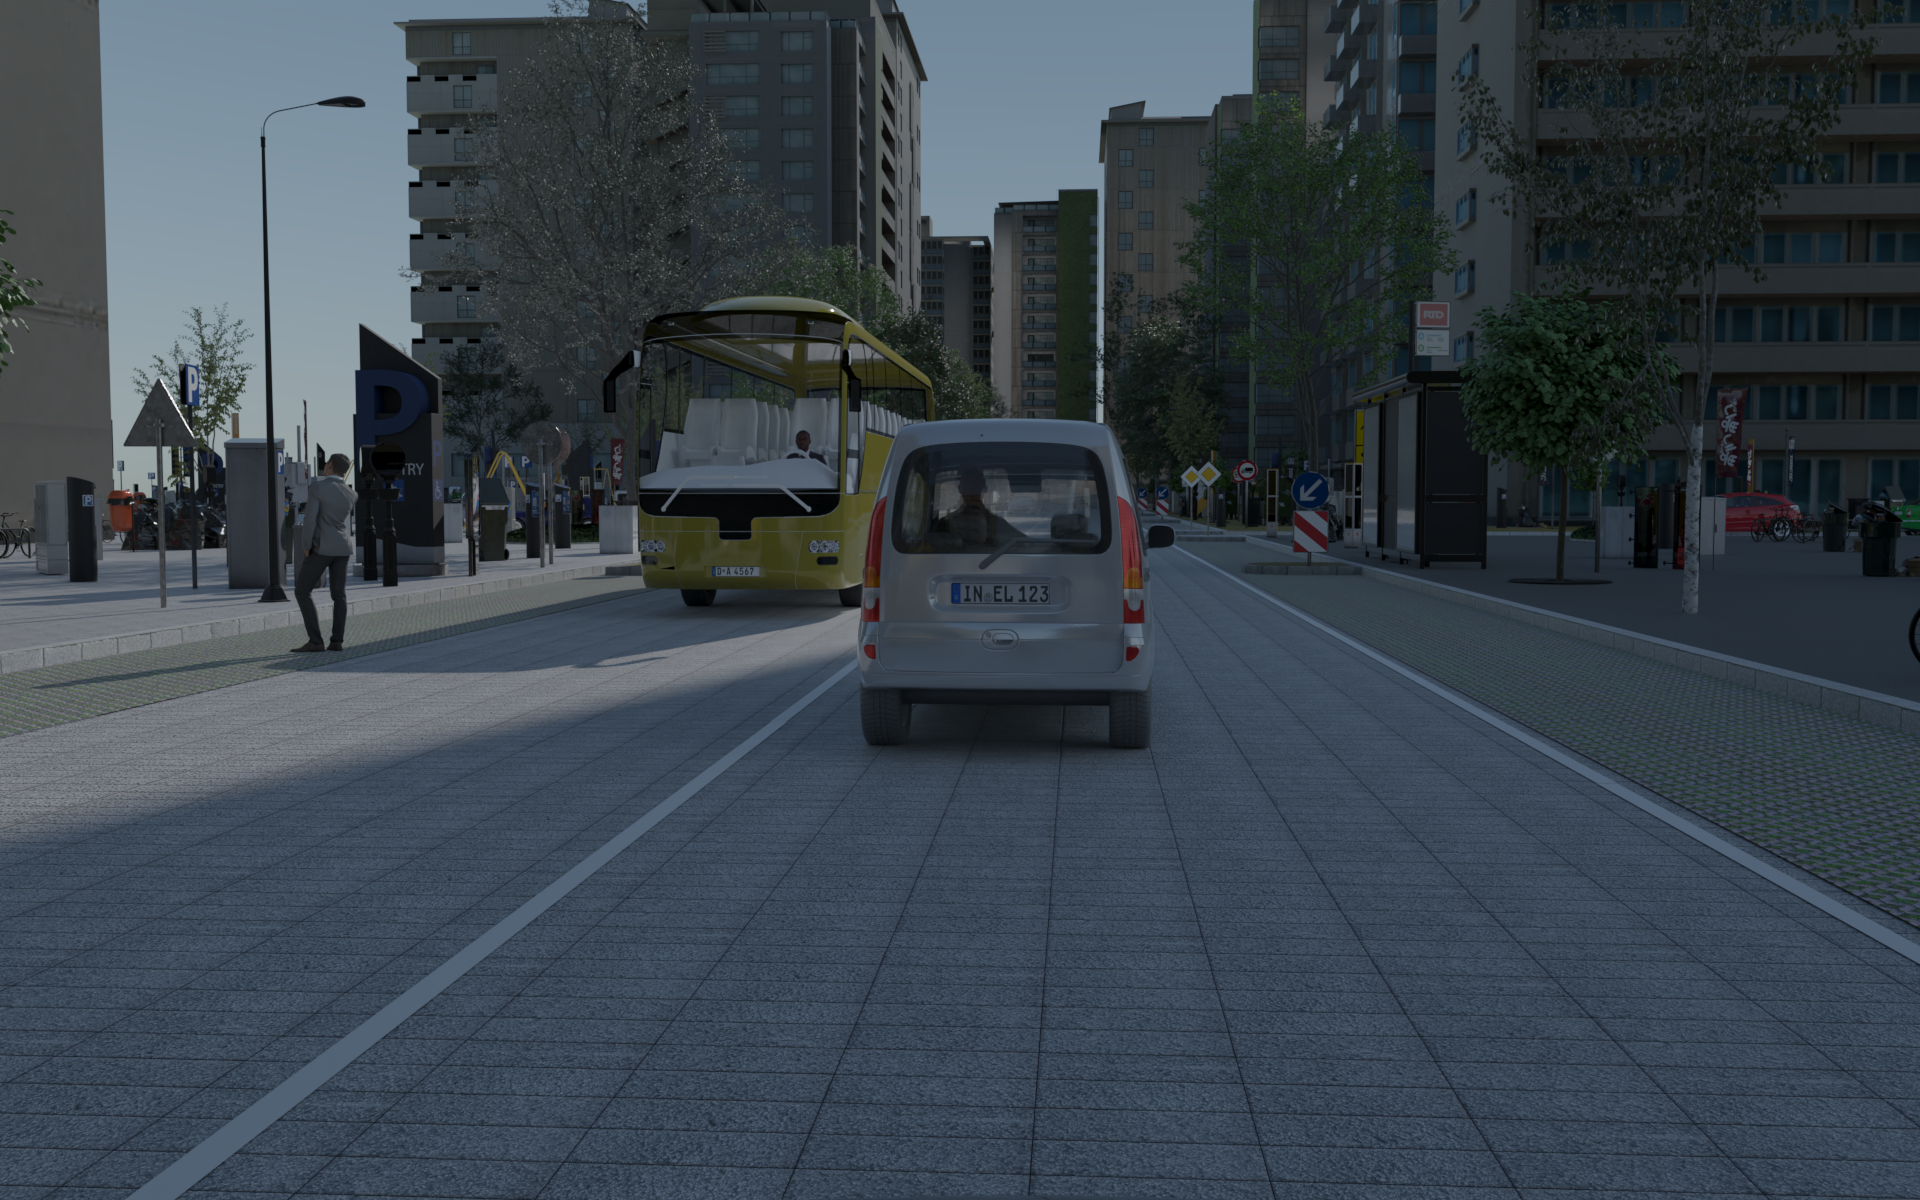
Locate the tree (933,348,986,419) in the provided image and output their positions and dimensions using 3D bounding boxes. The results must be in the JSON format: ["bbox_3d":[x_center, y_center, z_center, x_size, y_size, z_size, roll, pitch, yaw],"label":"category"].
[{"bbox_3d":[-1.077,-13.222,134.310,7.486,12.596,7.792,0,3,0],"label":"tree"}]

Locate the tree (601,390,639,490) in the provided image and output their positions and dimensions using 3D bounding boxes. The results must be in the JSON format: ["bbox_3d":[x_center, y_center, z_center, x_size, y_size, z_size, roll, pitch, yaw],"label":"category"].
[{"bbox_3d":[-21.390,-10.091,115.355,4.737,8.622,4.395,0,3,0],"label":"tree"}]

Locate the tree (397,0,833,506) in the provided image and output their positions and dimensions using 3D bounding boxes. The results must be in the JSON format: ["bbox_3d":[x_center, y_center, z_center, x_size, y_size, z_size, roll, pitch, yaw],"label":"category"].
[{"bbox_3d":[-8.125,-8.047,41.945,12.009,13.543,11.850,0,3,0],"label":"tree"}]

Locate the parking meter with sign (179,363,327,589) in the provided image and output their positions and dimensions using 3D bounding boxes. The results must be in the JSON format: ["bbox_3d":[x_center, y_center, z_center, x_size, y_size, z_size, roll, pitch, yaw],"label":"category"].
[{"bbox_3d":[-9.555,-1.666,23.499,1.738,3.016,0.543,0,4,-7],"label":"parking meter with sign"}]

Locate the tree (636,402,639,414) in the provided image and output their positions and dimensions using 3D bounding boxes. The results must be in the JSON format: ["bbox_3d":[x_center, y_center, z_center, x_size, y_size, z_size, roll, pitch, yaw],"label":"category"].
[{"bbox_3d":[-15.673,-8.799,94.220,4.360,8.622,3.978,0,3,0],"label":"tree"}]

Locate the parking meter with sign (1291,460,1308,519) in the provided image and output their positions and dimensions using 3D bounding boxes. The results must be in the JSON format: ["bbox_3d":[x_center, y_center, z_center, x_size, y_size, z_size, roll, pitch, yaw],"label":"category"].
[{"bbox_3d":[17.627,-5.720,89.779,0.543,3.016,1.738,-1,4,-13],"label":"parking meter with sign"}]

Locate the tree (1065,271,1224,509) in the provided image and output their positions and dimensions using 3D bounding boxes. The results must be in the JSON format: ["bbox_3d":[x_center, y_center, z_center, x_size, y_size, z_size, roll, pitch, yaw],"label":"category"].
[{"bbox_3d":[15.737,-17.865,147.974,12.611,20.169,13.585,0,3,0],"label":"tree"}]

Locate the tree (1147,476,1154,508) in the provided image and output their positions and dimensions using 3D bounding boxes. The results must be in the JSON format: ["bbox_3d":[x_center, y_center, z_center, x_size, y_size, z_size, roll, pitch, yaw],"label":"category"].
[{"bbox_3d":[18.377,-10.460,165.625,1.663,3.219,1.824,0,3,0],"label":"tree"}]

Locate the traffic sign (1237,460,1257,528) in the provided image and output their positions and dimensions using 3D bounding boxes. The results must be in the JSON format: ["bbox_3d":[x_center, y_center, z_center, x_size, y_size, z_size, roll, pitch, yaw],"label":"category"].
[{"bbox_3d":[10.737,-3.959,64.837,0.768,2.556,0.104,0,4,4],"label":"traffic sign"}]

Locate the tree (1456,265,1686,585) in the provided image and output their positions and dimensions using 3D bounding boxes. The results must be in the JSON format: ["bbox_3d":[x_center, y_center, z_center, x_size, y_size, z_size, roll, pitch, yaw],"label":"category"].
[{"bbox_3d":[8.678,-2.521,24.934,4.285,4.588,4.351,0,3,0],"label":"tree"}]

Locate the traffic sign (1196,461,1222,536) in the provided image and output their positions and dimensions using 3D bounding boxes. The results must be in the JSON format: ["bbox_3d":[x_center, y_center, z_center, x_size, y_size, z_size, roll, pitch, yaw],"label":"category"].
[{"bbox_3d":[7.608,-3.023,53.074,0.795,2.450,0.064,0,4,4],"label":"traffic sign"}]

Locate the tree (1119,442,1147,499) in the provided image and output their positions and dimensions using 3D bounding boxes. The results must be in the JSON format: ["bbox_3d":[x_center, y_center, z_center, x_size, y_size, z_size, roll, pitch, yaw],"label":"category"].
[{"bbox_3d":[18.825,-14.274,183.747,4.737,8.622,4.395,0,3,0],"label":"tree"}]

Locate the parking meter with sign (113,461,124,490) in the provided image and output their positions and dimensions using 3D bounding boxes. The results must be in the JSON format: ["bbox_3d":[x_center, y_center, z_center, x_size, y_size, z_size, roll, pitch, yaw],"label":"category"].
[{"bbox_3d":[-44.099,-5.697,89.400,0.543,3.016,1.738,3,4,37],"label":"parking meter with sign"}]

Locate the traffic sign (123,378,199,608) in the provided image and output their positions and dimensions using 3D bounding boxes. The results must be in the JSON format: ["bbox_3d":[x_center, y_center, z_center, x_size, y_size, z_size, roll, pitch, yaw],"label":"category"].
[{"bbox_3d":[-8.992,-1.191,19.484,0.884,2.594,0.081,0,4,6],"label":"traffic sign"}]

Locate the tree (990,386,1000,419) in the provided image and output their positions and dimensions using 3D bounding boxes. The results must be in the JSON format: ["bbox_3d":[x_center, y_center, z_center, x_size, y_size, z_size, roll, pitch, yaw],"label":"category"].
[{"bbox_3d":[0.034,-13.306,143.304,9.928,11.665,9.643,0,3,0],"label":"tree"}]

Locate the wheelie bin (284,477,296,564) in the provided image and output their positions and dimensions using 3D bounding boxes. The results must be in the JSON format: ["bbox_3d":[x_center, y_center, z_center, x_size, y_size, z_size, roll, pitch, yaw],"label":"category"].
[{"bbox_3d":[-12.580,-1.449,31.604,0.980,1.594,0.693,1,4,13],"label":"wheelie bin"}]

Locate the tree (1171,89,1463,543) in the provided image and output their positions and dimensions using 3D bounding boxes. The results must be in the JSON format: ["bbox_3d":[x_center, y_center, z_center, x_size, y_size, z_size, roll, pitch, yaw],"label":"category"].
[{"bbox_3d":[9.204,-7.327,45.558,9.928,11.665,9.643,0,3,0],"label":"tree"}]

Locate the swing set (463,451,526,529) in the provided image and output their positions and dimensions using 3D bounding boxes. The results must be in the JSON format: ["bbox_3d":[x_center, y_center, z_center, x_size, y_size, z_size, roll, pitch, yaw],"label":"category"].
[{"bbox_3d":[-16.970,-4.084,64.387,2.862,2.851,3.119,-1,4,-13],"label":"swing set"}]

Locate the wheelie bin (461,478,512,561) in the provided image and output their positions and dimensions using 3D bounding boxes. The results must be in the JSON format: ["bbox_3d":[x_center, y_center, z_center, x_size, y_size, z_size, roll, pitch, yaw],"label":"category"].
[{"bbox_3d":[-9.130,-1.552,33.285,0.693,1.594,0.980,3,5,44],"label":"wheelie bin"}]

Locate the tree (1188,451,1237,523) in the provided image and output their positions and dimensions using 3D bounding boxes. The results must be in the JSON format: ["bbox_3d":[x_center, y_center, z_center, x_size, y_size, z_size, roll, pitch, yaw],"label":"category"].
[{"bbox_3d":[11.407,-5.064,77.402,1.663,3.219,1.824,0,3,0],"label":"tree"}]

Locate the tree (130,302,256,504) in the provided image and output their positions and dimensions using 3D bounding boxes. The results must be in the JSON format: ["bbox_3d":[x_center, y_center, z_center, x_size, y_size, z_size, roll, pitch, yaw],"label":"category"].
[{"bbox_3d":[-28.861,-7.070,65.951,4.737,8.622,4.395,0,3,0],"label":"tree"}]

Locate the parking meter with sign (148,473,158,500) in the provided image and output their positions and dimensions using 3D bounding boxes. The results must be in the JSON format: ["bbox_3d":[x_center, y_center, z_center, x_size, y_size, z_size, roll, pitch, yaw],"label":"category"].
[{"bbox_3d":[-65.307,-8.832,140.671,0.543,3.016,1.738,0,4,-5],"label":"parking meter with sign"}]

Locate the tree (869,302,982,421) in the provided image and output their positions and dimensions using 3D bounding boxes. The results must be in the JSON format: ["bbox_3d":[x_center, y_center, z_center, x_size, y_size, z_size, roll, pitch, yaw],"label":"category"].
[{"bbox_3d":[-3.262,-11.433,103.933,9.611,12.733,9.660,0,3,0],"label":"tree"}]

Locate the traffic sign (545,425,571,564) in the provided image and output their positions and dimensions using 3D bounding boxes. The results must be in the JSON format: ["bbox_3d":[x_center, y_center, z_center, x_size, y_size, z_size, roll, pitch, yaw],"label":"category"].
[{"bbox_3d":[-7.476,-1.926,31.598,0.768,2.556,0.104,0,4,4],"label":"traffic sign"}]

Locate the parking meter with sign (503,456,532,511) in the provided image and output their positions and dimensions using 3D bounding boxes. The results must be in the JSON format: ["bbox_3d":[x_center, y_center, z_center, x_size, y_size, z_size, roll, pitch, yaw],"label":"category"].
[{"bbox_3d":[-20.181,-5.101,79.663,0.543,3.016,1.738,2,4,26],"label":"parking meter with sign"}]

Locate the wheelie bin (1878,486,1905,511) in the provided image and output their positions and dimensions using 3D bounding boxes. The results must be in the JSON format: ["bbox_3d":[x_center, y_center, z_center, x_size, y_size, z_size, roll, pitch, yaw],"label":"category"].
[{"bbox_3d":[35.582,-3.567,66.221,0.980,1.594,0.693,-1,4,-9],"label":"wheelie bin"}]

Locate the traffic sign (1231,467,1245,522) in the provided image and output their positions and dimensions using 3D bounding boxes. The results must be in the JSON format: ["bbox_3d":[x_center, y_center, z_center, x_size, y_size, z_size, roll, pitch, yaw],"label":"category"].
[{"bbox_3d":[12.838,-4.870,79.727,0.768,2.556,0.104,0,4,7],"label":"traffic sign"}]

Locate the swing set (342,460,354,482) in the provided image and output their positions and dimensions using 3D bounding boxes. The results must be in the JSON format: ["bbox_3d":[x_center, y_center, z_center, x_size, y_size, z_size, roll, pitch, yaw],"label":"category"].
[{"bbox_3d":[-26.910,-4.870,77.248,2.862,2.851,3.119,-1,4,-22],"label":"swing set"}]

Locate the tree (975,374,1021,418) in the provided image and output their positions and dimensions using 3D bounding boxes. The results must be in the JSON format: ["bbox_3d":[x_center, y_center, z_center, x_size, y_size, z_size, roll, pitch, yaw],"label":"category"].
[{"bbox_3d":[1.740,-16.263,176.262,12.009,13.543,11.850,0,3,0],"label":"tree"}]

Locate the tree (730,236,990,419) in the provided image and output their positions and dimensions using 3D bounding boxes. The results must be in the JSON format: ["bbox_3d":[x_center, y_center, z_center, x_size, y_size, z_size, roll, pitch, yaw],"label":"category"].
[{"bbox_3d":[-5.760,-8.741,68.665,9.928,11.665,9.643,0,3,0],"label":"tree"}]

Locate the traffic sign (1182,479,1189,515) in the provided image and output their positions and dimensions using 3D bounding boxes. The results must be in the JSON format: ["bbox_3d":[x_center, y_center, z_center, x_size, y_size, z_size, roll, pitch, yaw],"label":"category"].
[{"bbox_3d":[12.702,-5.785,96.717,0.606,2.300,0.079,1,4,14],"label":"traffic sign"}]

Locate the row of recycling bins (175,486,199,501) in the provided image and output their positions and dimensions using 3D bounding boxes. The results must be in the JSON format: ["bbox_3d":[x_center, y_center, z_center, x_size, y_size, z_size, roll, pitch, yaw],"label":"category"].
[{"bbox_3d":[-38.009,-4.953,88.093,3.534,1.692,1.069,-1,4,-14],"label":"row of recycling bins"}]

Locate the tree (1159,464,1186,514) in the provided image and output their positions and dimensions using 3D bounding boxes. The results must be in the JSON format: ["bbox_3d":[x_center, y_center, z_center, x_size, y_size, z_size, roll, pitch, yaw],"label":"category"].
[{"bbox_3d":[14.058,-7.068,110.163,1.663,3.219,1.824,0,3,0],"label":"tree"}]

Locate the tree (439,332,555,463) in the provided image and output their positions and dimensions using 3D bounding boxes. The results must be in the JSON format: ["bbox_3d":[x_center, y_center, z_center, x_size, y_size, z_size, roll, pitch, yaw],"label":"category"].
[{"bbox_3d":[-26.919,-10.071,99.065,8.767,10.594,7.601,1,4,9],"label":"tree"}]

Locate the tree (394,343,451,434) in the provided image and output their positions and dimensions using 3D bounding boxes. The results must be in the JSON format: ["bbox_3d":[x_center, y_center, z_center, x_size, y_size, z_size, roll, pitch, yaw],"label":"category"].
[{"bbox_3d":[-26.546,-8.161,83.793,4.737,8.622,4.395,0,3,0],"label":"tree"}]

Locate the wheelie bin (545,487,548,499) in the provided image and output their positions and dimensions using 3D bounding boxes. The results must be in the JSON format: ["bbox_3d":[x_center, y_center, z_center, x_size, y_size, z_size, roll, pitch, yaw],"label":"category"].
[{"bbox_3d":[-17.985,-4.079,74.605,0.693,1.594,0.980,-3,5,-41],"label":"wheelie bin"}]

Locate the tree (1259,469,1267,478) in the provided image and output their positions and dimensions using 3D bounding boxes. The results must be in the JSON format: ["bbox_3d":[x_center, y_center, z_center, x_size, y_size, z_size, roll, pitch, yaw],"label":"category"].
[{"bbox_3d":[23.087,-8.305,130.392,1.663,3.219,1.824,0,3,0],"label":"tree"}]

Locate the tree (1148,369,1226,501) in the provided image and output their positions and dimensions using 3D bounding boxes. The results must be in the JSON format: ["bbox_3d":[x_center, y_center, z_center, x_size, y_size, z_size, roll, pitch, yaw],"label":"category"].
[{"bbox_3d":[13.439,-9.259,101.743,4.737,8.622,4.395,0,3,0],"label":"tree"}]

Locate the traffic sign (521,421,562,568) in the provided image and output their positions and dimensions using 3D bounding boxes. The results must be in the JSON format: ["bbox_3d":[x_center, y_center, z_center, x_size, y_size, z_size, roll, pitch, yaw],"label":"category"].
[{"bbox_3d":[-7.287,-1.838,30.157,0.768,2.556,0.104,1,4,12],"label":"traffic sign"}]

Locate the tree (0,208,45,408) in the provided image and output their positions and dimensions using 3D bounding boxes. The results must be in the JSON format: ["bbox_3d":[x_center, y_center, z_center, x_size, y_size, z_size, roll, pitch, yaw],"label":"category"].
[{"bbox_3d":[-9.379,-1.877,14.396,4.285,4.588,4.351,0,3,0],"label":"tree"}]

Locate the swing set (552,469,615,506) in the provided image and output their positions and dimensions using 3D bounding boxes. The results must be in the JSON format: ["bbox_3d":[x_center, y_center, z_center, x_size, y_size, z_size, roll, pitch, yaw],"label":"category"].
[{"bbox_3d":[-22.866,-6.649,106.333,3.119,2.851,2.862,-2,4,-35],"label":"swing set"}]

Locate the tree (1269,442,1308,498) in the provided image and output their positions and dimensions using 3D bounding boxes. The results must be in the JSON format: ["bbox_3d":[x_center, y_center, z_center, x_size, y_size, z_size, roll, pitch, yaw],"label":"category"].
[{"bbox_3d":[21.241,-7.729,110.087,4.285,4.588,4.351,0,3,0],"label":"tree"}]

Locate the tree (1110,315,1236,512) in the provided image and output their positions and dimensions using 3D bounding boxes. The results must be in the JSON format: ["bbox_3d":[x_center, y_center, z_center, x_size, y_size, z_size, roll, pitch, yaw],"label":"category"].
[{"bbox_3d":[15.076,-13.213,122.680,9.857,13.997,8.962,0,3,0],"label":"tree"}]

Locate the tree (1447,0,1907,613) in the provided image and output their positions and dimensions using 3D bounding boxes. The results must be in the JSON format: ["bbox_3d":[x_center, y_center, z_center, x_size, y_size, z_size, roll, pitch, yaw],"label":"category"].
[{"bbox_3d":[7.731,-4.175,18.619,4.360,8.622,3.978,0,3,0],"label":"tree"}]

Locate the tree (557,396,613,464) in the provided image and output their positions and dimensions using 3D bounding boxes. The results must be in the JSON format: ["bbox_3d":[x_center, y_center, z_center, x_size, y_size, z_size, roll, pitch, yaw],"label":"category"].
[{"bbox_3d":[-28.027,-10.922,128.944,4.360,8.622,3.978,0,3,0],"label":"tree"}]

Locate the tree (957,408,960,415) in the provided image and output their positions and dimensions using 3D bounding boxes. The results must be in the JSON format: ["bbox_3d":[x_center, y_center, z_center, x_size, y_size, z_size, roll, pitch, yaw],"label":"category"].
[{"bbox_3d":[3.375,-16.058,196.961,8.767,10.594,7.601,0,4,-3],"label":"tree"}]

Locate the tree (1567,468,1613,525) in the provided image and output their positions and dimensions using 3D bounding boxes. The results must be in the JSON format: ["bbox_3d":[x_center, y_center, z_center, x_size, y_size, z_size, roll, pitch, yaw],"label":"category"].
[{"bbox_3d":[23.309,-4.222,63.631,1.663,3.219,1.824,0,3,0],"label":"tree"}]

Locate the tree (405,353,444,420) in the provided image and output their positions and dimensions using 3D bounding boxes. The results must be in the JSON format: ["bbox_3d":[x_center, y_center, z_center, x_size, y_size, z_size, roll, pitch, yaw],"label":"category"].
[{"bbox_3d":[-28.439,-8.498,89.305,4.360,8.622,3.978,0,3,0],"label":"tree"}]
